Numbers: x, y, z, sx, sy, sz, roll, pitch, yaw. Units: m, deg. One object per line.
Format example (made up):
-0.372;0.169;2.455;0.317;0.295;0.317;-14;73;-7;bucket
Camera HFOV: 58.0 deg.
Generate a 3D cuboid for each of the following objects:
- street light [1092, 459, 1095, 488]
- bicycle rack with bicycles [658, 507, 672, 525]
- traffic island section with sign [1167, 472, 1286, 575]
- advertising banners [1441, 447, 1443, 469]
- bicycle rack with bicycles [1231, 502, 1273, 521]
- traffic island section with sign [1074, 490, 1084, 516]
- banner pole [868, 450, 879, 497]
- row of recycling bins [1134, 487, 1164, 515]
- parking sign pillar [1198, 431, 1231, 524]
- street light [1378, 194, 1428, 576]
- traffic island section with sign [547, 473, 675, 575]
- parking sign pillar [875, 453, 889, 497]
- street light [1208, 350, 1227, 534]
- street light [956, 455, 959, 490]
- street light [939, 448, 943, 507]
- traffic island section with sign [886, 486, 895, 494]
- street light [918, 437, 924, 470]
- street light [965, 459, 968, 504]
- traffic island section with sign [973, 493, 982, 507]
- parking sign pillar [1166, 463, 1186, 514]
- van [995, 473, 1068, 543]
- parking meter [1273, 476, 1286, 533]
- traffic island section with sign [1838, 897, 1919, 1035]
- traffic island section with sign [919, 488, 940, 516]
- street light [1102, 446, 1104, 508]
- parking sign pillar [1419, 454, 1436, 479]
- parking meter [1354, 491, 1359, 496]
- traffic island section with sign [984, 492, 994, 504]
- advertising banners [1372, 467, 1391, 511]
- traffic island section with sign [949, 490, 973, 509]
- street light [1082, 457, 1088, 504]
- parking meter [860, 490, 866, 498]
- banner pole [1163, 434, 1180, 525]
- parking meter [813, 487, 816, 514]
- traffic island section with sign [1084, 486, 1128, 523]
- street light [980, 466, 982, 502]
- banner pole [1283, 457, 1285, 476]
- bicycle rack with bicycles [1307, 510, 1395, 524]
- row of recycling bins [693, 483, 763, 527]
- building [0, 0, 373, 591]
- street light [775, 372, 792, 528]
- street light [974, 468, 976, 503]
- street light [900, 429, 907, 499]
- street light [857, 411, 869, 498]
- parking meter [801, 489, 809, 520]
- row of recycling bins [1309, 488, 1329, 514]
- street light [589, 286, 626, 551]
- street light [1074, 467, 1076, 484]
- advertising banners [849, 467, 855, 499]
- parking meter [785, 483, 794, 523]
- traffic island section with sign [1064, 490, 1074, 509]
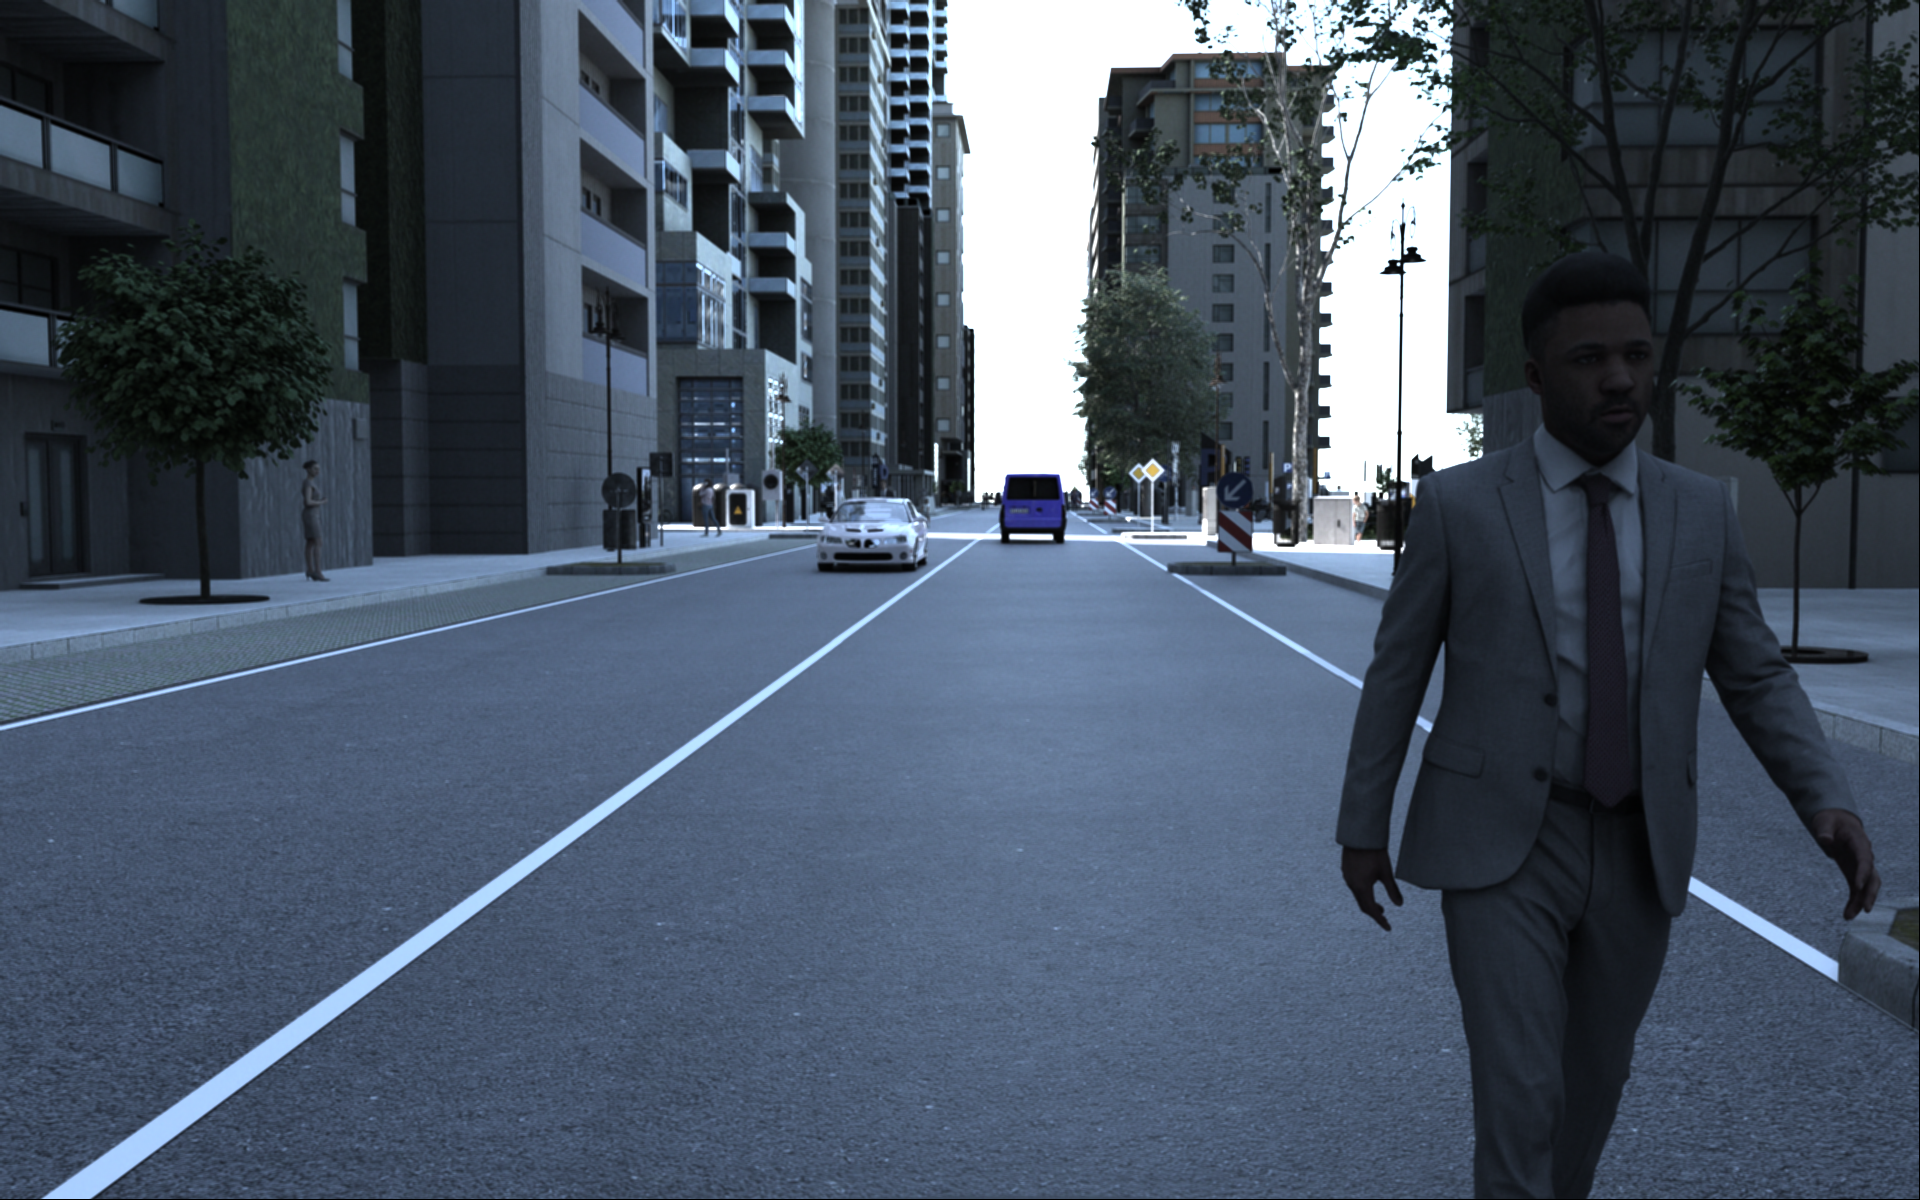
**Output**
14.451;-13.102;187.010;0.468;5.910;1.993;0;4;3;street light
-13.241;-3.515;70.849;2.925;0.926;2.852;-1;4;-20;bicycle rack with bicycles
4.811;-1.402;31.546;1.989;1.847;2.006;0;4;3;traffic island section with sign
18.119;-4.201;64.870;0.090;3.025;2.074;1;4;23;advertising banners
13.810;-4.254;82.941;2.852;0.926;2.925;-2;4;-29;bicycle rack with bicycles
8.667;-6.441;113.936;1.989;1.847;2.006;0;4;3;traffic island section with sign
-4.969;-6.650;98.745;0.863;3.779;0.401;2;4;29;banner pole
11.472;-6.020;105.536;1.069;1.692;3.534;-1;4;-14;row of recycling bins
10.903;-5.231;73.998;1.447;3.967;1.447;1;4;22;parking sign pillar
6.893;-3.323;27.117;0.468;5.910;1.993;0;4;3;street light
-6.238;-1.389;31.333;1.989;1.847;2.006;0;4;3;traffic island section with sign
-5.169;-7.710;114.531;1.447;3.967;1.447;2;4;24;parking sign pillar
8.257;-5.067;55.639;0.468;5.910;1.993;0;4;3;street light
-0.323;-13.769;197.918;0.468;5.910;1.993;0;4;3;street light
-1.875;-12.048;169.775;0.468;5.910;1.993;0;4;3;street light
-3.594;-4.830;87.599;1.989;1.847;2.006;0;4;3;traffic island section with sign
-3.139;-10.326;141.618;0.468;5.910;1.993;0;4;3;street light
0.804;-15.405;224.661;0.468;5.910;1.993;0;4;3;street light
1.242;-11.158;191.066;1.989;1.847;2.006;0;4;3;traffic island section with sign
13.927;-7.534;111.646;1.447;3.967;1.447;-3;5;-43;parking sign pillar
2.173;-2.927;52.237;2.240;2.365;5.245;0;4;2;van
10.432;-3.111;56.574;0.255;1.863;0.399;-2;4;-35;parking meter
3.539;0.250;4.535;1.989;1.847;2.006;0;4;3;traffic island section with sign
-2.343;-6.477;114.525;1.989;1.847;2.006;0;4;3;traffic island section with sign
13.129;-11.371;158.696;0.468;5.910;1.993;0;4;3;street light
30.816;-7.763;115.399;1.447;3.967;1.447;0;4;1;parking sign pillar
30.304;-7.588;132.471;0.372;1.533;0.369;0;3;0;parking meter
3.862;-14.576;246.936;1.989;1.847;2.006;0;4;3;traffic island section with sign
27.661;-7.187;113.694;0.090;3.025;2.074;-1;4;-21;advertising banners
-0.047;-9.481;163.641;1.989;1.847;2.006;0;4;3;traffic island section with sign
15.700;-14.825;215.167;0.468;5.910;1.993;0;4;3;street light
-6.021;-6.065;107.567;0.372;1.533;0.369;0;3;0;parking meter
8.817;-5.011;71.943;0.863;3.779;0.401;-2;4;-34;banner pole
-9.543;-6.549;112.789;0.255;1.863;0.399;-1;4;-21;parking meter
7.398;-4.794;87.011;1.989;1.847;2.006;0;4;3;traffic island section with sign
3.453;-18.891;281.651;0.468;5.910;1.993;0;4;3;street light
21.927;-7.775;117.132;0.401;3.779;0.863;0;4;3;banner pole
12.021;-2.540;54.909;2.925;0.926;2.852;2;4;34;bicycle rack with bicycles
-9.041;-3.718;67.896;1.069;1.692;3.534;3;4;36;row of recycling bins
-17.875;-20.781;23.357;14.154;41.232;14.086;0;4;3;building
-6.695;-5.687;65.776;0.468;5.910;1.993;0;4;3;street light
2.208;-17.169;253.494;0.468;5.910;1.993;0;4;3;street light
-4.020;-9.189;123.031;0.468;5.910;1.993;0;4;3;street light
-5.265;-7.428;94.241;0.468;5.910;1.993;0;4;3;street light
-7.674;-4.729;85.723;0.372;1.533;0.369;0;3;0;parking meter
22.680;-6.352;110.965;1.069;1.692;3.534;3;4;38;row of recycling bins
-7.840;-4.032;38.708;0.468;5.910;1.993;0;4;3;street light
18.324;-18.114;268.949;0.468;5.910;1.993;0;4;3;street light
-7.020;-7.137;112.884;0.090;3.025;2.074;-1;4;-12;advertising banners
-7.589;-4.364;77.064;0.399;1.863;0.255;0;4;1;parking meter
10.983;-9.474;163.529;1.989;1.847;2.006;0;4;3;traffic island section with sign
